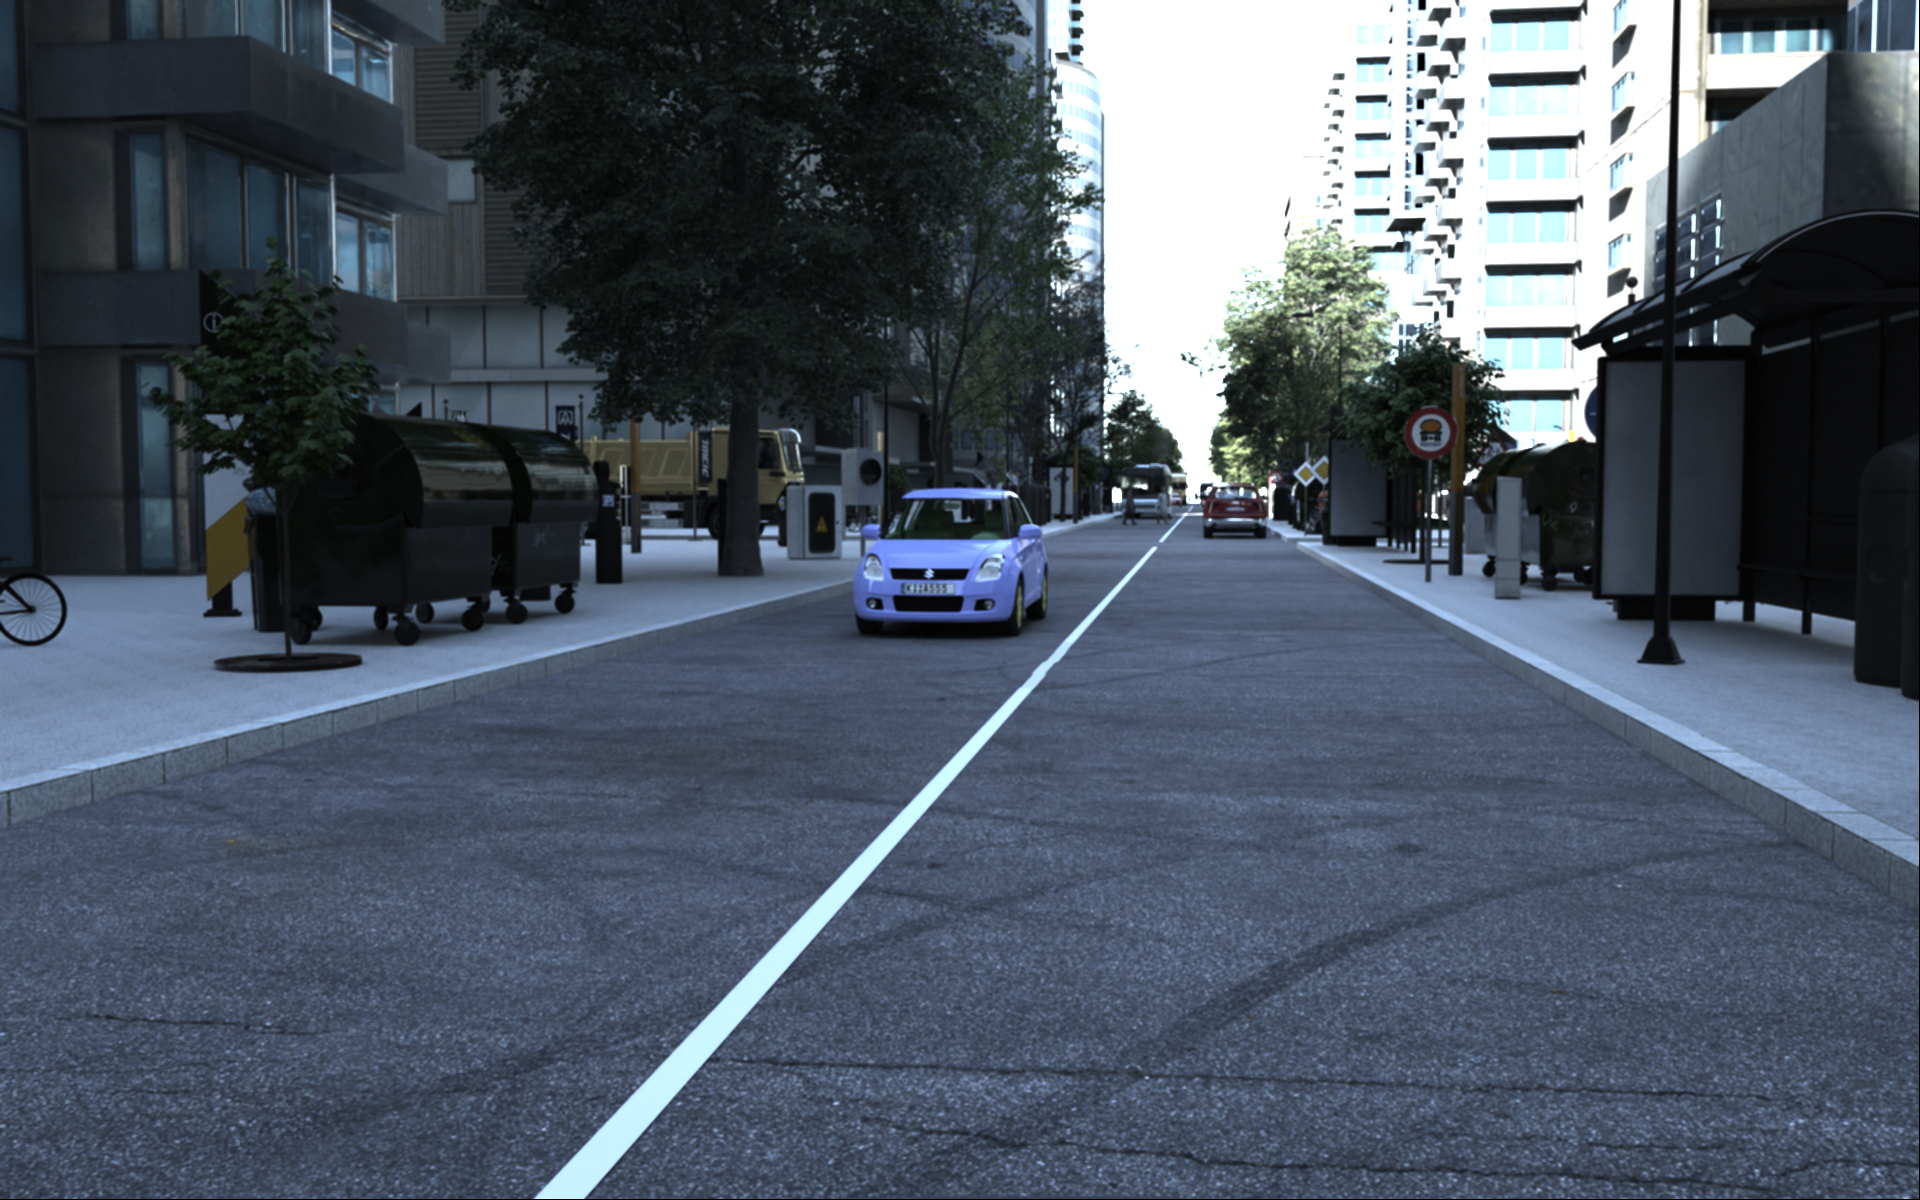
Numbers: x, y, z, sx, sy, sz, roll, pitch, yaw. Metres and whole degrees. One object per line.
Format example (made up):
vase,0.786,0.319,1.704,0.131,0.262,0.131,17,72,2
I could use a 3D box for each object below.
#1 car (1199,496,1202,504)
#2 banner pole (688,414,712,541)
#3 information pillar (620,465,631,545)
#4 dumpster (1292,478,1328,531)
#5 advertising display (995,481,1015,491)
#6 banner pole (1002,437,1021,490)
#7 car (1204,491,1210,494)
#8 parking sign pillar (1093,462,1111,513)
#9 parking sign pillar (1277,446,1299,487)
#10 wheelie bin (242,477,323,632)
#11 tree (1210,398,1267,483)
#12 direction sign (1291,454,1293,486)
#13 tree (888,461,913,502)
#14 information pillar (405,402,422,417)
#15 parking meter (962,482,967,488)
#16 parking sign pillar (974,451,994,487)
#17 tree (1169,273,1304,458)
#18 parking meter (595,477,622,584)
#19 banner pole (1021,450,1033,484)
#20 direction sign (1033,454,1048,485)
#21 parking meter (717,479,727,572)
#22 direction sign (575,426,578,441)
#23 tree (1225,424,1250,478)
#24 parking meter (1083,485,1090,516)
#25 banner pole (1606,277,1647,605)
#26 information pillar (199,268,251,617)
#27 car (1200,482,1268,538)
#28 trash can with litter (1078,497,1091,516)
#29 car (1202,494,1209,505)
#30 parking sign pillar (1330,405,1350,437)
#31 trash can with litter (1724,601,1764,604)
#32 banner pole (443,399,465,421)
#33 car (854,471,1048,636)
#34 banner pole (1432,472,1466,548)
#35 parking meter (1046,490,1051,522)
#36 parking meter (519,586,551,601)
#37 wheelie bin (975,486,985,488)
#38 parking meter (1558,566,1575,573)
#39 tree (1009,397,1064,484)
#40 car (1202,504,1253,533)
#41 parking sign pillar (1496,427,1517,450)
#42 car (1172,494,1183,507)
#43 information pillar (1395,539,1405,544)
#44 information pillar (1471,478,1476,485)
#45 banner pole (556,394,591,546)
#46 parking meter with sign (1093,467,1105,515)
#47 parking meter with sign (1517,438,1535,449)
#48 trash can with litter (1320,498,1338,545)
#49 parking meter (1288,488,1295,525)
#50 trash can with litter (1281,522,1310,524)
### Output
car,34.337,-14.202,241.238,2.155,1.783,4.494,0,4,6
banner pole,-7.101,-3.514,47.479,0.863,3.779,0.401,2,4,32
information pillar,-8.458,-2.427,44.167,0.304,2.012,0.304,-3,5,-42
dumpster,12.356,-3.535,60.295,1.502,2.255,1.985,1,4,8
advertising display,2.236,-4.964,86.375,0.974,1.923,0.123,0,4,-7
banner pole,2.107,-5.225,75.438,0.401,3.779,0.863,3,4,38
car,28.571,-11.530,197.181,2.281,1.827,5.304,1,4,8
parking sign pillar,9.851,-8.025,119.684,1.447,3.967,1.447,2,4,26
parking sign pillar,18.090,-6.533,95.293,1.447,3.967,1.447,1,4,9
wheelie bin,-6.371,-0.513,16.293,0.693,1.594,0.980,-2,4,-29
tree,29.104,-15.373,177.101,9.928,11.665,9.643,0,3,0
direction sign,17.524,-6.084,91.464,0.379,3.537,0.876,1,4,13
tree,-3.152,-5.936,91.649,1.663,3.219,1.824,0,3,0
information pillar,-13.846,-3.214,43.895,0.504,3.616,0.183,-2,4,-35
parking meter,0.218,-4.926,86.255,0.255,1.863,0.399,0,4,1
parking sign pillar,1.485,-7.247,106.962,1.447,3.967,1.447,3,5,43
tree,24.150,-18.020,150.511,12.611,20.169,13.585,0,3,0
parking meter,-5.045,-1.006,24.862,0.372,1.533,0.369,0,3,0
banner pole,3.809,-6.586,97.699,0.863,3.779,0.401,-2,4,-30
direction sign,4.559,-6.513,98.489,0.876,3.537,0.379,0,4,7
parking meter,-3.790,-1.225,28.441,0.372,1.533,0.369,0,3,0
direction sign,-12.996,-4.010,57.557,0.379,3.537,0.876,2,4,31
tree,27.602,-13.268,167.289,4.360,8.622,3.978,0,3,0
parking meter,7.332,-5.797,100.489,0.399,1.863,0.255,2,4,29
banner pole,7.710,-1.823,19.818,0.401,3.779,0.863,0,4,6
information pillar,-7.658,-1.635,18.084,0.504,3.616,0.183,-1,4,-10
car,9.132,-2.999,57.709,2.281,1.827,5.304,0,4,8
trash can with litter,7.108,-5.511,101.496,1.055,1.170,0.624,-1,4,-21
car,27.142,-10.907,187.363,2.155,1.783,4.494,0,4,7
parking sign pillar,11.806,-3.892,52.102,1.447,3.967,1.447,0,4,6
trash can with litter,9.843,-0.559,20.201,1.678,1.210,2.233,-3,5,-42
banner pole,-13.345,-3.409,45.762,0.401,3.779,0.863,3,5,44
car,-0.034,-0.560,18.754,1.945,1.707,3.694,1,4,9
banner pole,11.777,-3.154,41.586,0.863,3.779,0.401,0,4,-6
parking meter,3.930,-4.294,78.625,0.372,1.533,0.369,0,3,0
parking meter,-5.145,-0.764,20.910,0.372,1.533,0.369,0,3,0
wheelie bin,0.924,-3.647,67.530,0.980,1.594,0.693,1,4,8
parking meter,9.898,-1.212,28.220,0.372,1.533,0.369,0,3,0
tree,5.281,-10.548,122.819,4.360,8.622,3.978,0,3,0
car,10.206,-3.292,65.822,2.014,1.417,4.499,0,4,6
parking sign pillar,20.133,-4.627,64.128,1.447,3.967,1.447,-3,5,-41
car,23.561,-11.130,191.020,2.155,1.783,4.494,0,4,7
information pillar,11.493,-2.477,44.991,0.304,2.012,0.304,0,4,6
information pillar,23.462,-4.561,79.057,0.304,2.012,0.304,1,4,14
banner pole,-9.660,-3.253,43.197,0.863,3.779,0.401,0,4,-3
parking meter with sign,8.678,-6.899,109.058,0.543,3.016,1.738,1,4,15
parking meter with sign,18.198,-3.578,54.753,0.543,3.016,1.738,3,5,40
trash can with litter,9.569,-1.960,43.427,1.055,1.170,0.624,0,4,7
parking meter,13.925,-3.915,72.420,0.372,1.533,0.369,0,3,0
trash can with litter,15.057,-3.894,74.717,1.678,1.210,2.233,-3,4,-36
